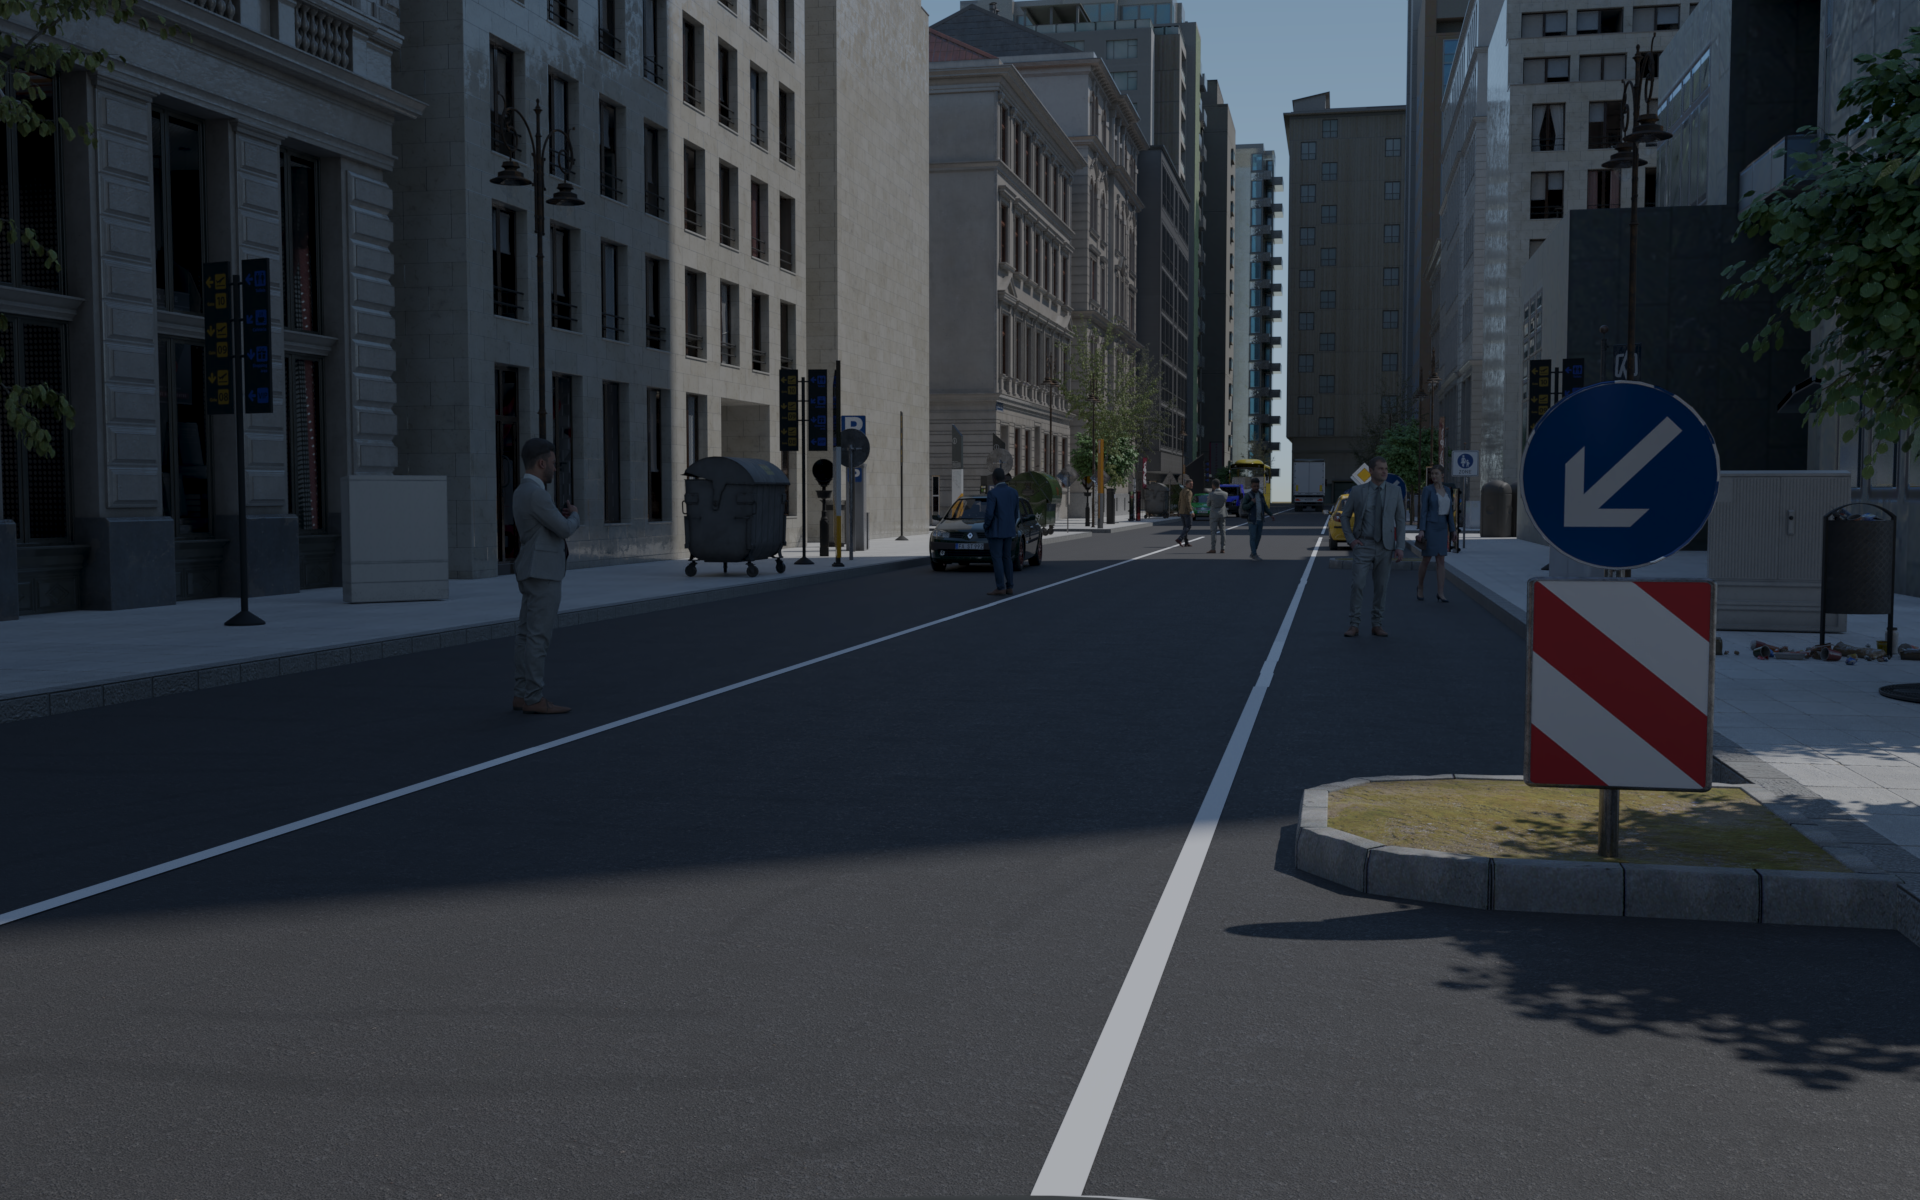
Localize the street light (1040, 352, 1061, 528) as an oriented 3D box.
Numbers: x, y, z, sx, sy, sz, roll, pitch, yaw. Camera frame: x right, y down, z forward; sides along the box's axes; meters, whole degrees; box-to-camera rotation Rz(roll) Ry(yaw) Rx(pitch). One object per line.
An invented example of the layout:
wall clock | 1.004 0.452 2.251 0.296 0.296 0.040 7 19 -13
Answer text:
street light | 2.963 -5.122 56.540 0.468 5.910 1.993 1 4 12

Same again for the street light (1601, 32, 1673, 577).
street light | 6.967 -2.764 17.976 0.468 5.910 1.993 1 4 12

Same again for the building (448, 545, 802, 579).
building | -10.596 -11.005 34.680 10.420 20.320 16.860 1 4 12

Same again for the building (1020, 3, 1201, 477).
building | 12.704 -28.351 147.138 14.154 41.232 14.086 1 4 12

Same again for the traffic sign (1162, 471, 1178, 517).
traffic sign | 11.609 -5.861 95.830 0.884 2.594 0.081 1 4 16

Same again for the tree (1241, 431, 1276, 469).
tree | 34.375 -15.271 200.047 4.360 8.622 3.978 0 3 0

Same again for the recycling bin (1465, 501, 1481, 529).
recycling bin | 19.237 -3.169 64.368 0.722 1.027 0.722 0 4 3

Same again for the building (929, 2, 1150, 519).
building | 2.984 -19.229 101.782 14.401 28.519 23.554 1 4 12

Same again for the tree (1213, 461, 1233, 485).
tree | 26.480 -11.356 169.380 4.285 4.588 4.351 0 3 0

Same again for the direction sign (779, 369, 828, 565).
direction sign | -2.844 -2.416 31.505 0.876 3.537 0.379 0 4 3

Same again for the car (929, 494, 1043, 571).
car | 0.545 -1.455 33.573 2.009 1.686 4.222 1 4 10

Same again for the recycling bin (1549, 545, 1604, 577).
recycling bin | 8.872 -0.735 24.566 0.722 1.027 0.722 -2 4 -31

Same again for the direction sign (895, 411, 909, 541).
direction sign | -1.608 -3.410 47.756 0.379 3.537 0.876 0 4 1

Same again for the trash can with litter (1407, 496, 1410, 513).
trash can with litter | 30.418 -6.416 116.280 0.624 1.170 1.055 3 4 36

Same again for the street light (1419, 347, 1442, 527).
street light | 14.832 -4.994 54.444 0.468 5.910 1.993 1 4 12

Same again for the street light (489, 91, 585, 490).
street light | -4.933 -2.913 20.411 0.468 5.910 1.993 1 4 12

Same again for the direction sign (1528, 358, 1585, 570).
direction sign | 9.996 -2.269 29.102 0.876 3.537 0.379 2 4 30

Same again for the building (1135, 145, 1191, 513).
building | 8.607 -20.318 125.700 14.314 27.812 24.014 1 4 12

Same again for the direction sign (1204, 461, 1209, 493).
direction sign | 16.767 -7.766 118.963 0.379 3.537 0.876 -3 5 -42

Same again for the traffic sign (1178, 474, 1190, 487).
traffic sign | 14.038 -6.644 108.727 0.768 2.556 0.104 1 4 21

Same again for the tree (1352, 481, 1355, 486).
tree | 21.155 -5.923 80.548 4.285 4.588 4.351 0 3 0

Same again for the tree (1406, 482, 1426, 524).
tree | 19.735 -4.915 74.966 1.663 3.219 1.824 0 3 0

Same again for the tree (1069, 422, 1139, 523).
tree | 6.295 -5.665 76.341 4.285 4.588 4.351 0 3 0

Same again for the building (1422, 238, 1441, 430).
building | 39.333 -17.578 123.559 11.583 22.565 21.152 1 4 12

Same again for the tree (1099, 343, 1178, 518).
tree | 8.613 -8.252 85.279 4.360 8.622 3.978 0 3 0

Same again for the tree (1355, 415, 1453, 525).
tree | 18.680 -5.372 71.547 4.285 4.588 4.351 0 3 0

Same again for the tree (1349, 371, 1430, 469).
tree | 25.686 -9.318 102.713 4.360 8.622 3.978 0 3 0

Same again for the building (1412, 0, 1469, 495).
building | 46.419 -30.493 148.669 14.600 45.320 14.200 1 4 12

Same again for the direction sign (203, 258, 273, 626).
direction sign | -7.014 -1.522 16.881 0.876 3.537 0.379 2 4 26

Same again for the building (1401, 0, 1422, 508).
building | 54.006 -38.305 168.279 21.231 58.520 28.212 1 4 12

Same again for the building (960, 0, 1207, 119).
building | 12.380 -33.692 170.473 23.786 49.044 30.456 1 4 12

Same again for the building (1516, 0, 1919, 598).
building | 23.634 -43.859 29.760 22.319 86.520 31.000 1 4 12

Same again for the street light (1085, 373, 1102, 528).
street light | 5.100 -5.711 66.171 0.468 5.910 1.993 1 4 12

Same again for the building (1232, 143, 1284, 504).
building | 28.536 -37.734 236.559 30.456 49.044 23.786 1 4 12

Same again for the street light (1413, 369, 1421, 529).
street light | 16.707 -5.512 62.903 0.468 5.910 1.993 1 4 12

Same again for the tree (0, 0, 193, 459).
tree | -6.901 -3.672 10.396 4.737 8.622 4.395 0 3 0

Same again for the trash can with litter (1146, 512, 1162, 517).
trash can with litter | 10.800 -5.215 96.645 1.055 1.170 0.624 2 4 24

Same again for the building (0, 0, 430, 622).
building | -14.648 -11.460 16.243 11.050 23.489 19.941 1 4 12

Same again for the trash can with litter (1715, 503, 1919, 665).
trash can with litter | 6.679 -0.165 13.761 2.233 1.210 1.678 1 4 8

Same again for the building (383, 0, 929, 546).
building | -10.315 -12.065 52.021 16.860 20.320 10.420 1 4 12

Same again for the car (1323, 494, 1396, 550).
car | 10.591 -2.167 45.647 2.015 1.641 3.980 1 4 11

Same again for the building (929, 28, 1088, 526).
building | -1.366 -14.900 79.779 11.583 22.565 21.152 1 4 12

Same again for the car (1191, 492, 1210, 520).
car | 13.405 -5.238 94.437 1.959 1.807 4.718 1 4 12

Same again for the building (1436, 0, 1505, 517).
building | 33.749 -19.635 98.528 11.434 29.767 29.804 1 4 12

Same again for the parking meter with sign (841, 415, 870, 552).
parking meter with sign | -2.327 -2.628 39.232 0.543 3.016 1.738 0 4 2

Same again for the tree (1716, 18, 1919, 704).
tree | 6.521 -1.653 10.748 4.285 4.588 4.351 0 3 0

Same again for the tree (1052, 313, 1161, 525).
tree | 5.806 -7.376 70.955 4.737 8.622 4.395 0 3 0

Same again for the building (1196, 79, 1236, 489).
building | 20.712 -35.366 201.933 21.600 48.544 21.300 1 4 12

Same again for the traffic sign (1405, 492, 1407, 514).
traffic sign | 21.417 -5.080 83.171 0.768 2.556 0.104 1 4 15

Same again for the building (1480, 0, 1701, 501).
building | 29.732 -13.038 67.929 16.860 20.320 10.420 1 4 12

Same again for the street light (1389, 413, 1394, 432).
street light | 24.586 -7.727 99.120 0.468 5.910 1.993 1 4 12

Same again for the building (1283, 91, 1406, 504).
building | 57.696 -39.402 233.460 27.495 52.752 28.713 1 4 12

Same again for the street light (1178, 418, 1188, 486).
street light | 13.337 -8.008 103.720 0.468 5.910 1.993 1 4 12

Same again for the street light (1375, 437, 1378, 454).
street light | 32.548 -9.949 135.447 0.468 5.910 1.993 1 4 12
